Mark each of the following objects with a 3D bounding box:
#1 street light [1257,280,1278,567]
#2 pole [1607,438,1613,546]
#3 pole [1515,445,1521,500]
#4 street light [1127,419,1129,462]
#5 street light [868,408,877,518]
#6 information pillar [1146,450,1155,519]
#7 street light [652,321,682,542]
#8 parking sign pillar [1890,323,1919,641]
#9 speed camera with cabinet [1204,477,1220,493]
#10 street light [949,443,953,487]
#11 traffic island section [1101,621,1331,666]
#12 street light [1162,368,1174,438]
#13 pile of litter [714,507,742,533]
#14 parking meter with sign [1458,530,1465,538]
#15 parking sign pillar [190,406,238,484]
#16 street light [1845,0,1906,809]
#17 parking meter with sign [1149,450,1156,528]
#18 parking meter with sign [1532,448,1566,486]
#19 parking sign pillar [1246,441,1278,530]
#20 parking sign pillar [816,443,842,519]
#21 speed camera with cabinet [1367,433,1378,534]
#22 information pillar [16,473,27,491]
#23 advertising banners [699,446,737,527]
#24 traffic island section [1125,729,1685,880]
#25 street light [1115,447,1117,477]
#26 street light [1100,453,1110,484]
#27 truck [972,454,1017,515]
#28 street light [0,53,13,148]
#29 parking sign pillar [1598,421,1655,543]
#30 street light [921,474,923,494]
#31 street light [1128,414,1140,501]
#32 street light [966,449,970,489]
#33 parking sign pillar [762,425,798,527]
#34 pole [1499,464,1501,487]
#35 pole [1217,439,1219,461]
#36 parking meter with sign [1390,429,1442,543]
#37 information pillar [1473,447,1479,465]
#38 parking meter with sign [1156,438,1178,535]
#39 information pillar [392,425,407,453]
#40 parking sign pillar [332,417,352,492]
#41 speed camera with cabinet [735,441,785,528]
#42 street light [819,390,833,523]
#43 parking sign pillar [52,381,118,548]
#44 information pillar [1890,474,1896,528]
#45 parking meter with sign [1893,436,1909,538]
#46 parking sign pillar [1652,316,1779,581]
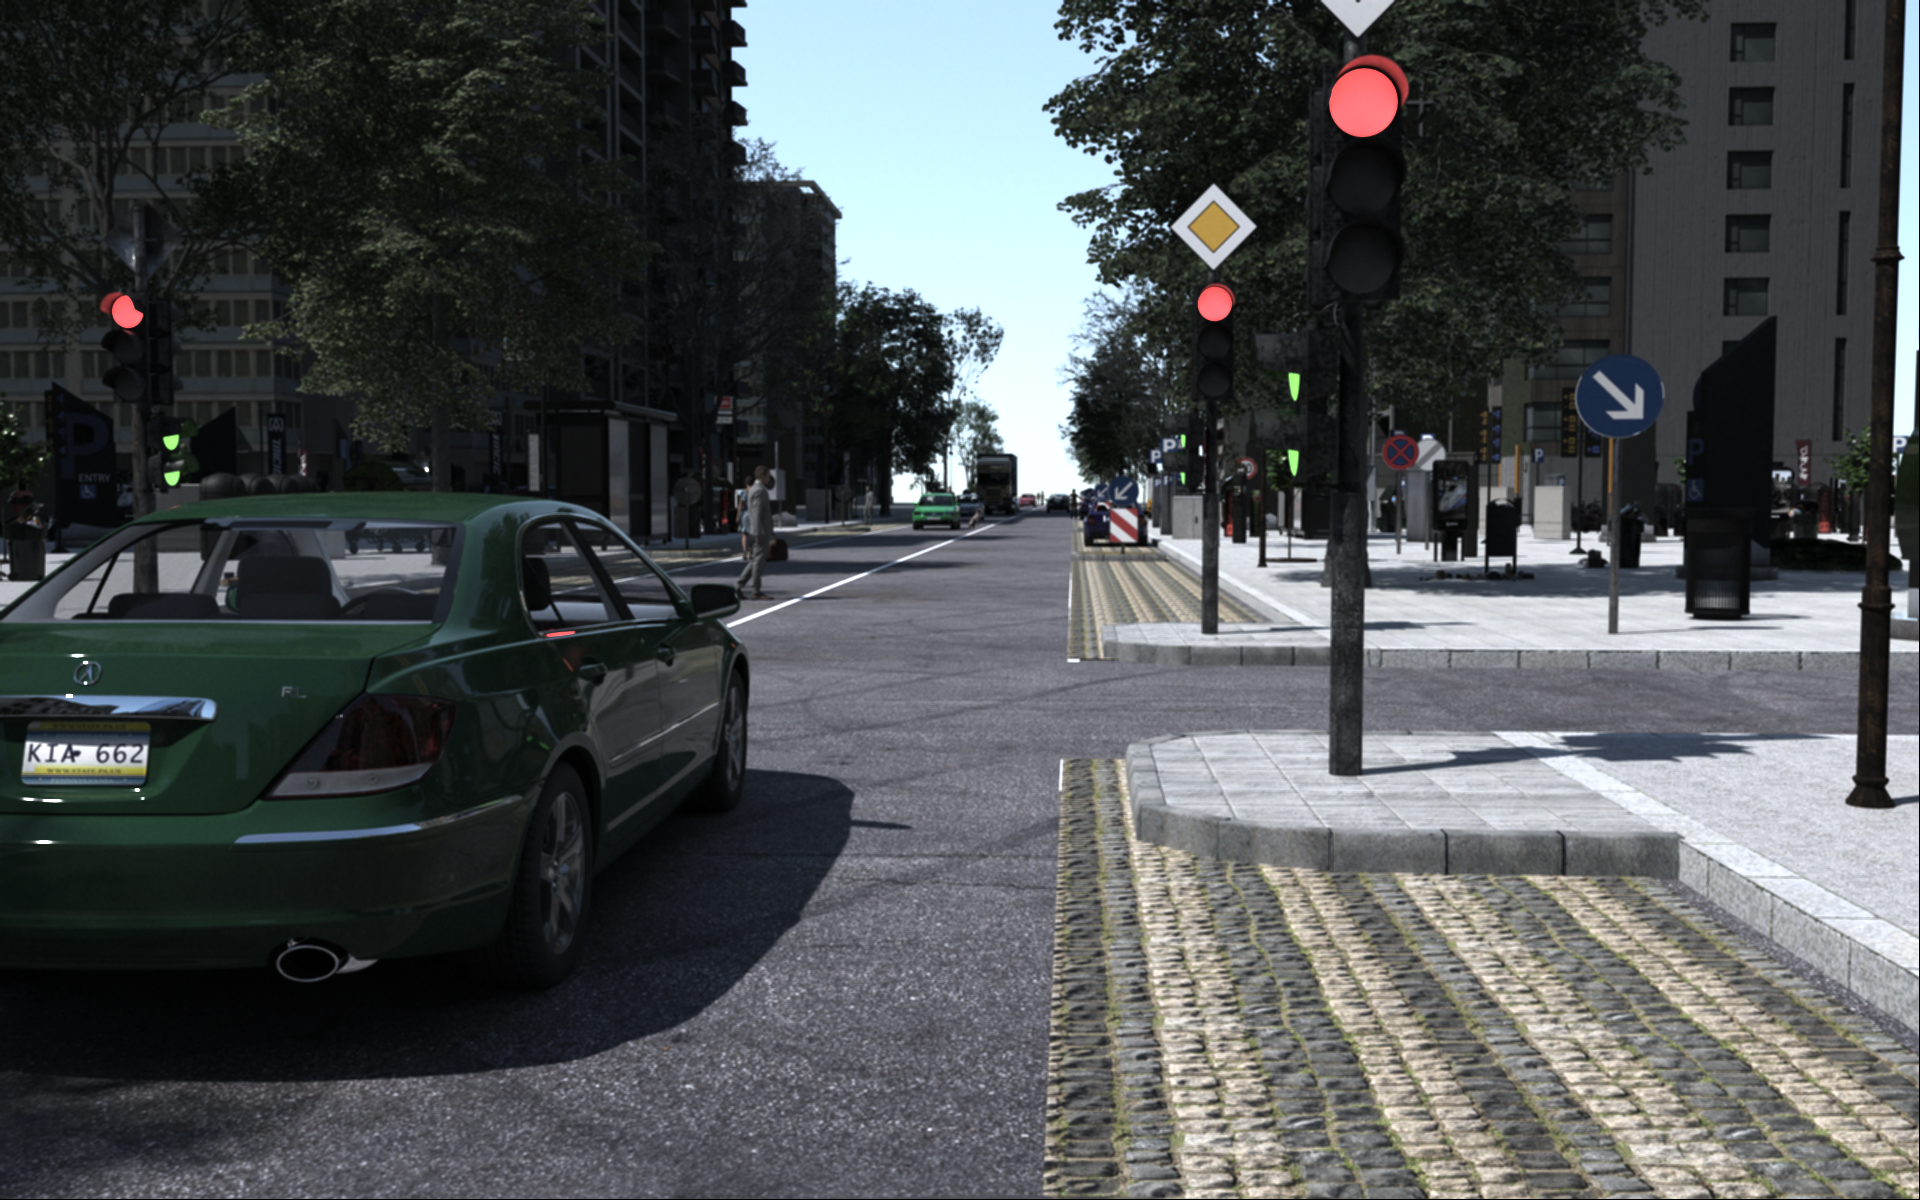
[{"bbox_3d":[5.323,-3.518,30.307,0.468,5.910,1.993,0,4,4],"label":"street light"},{"bbox_3d":[16.037,-2.983,42.613,0.158,3.312,0.155,0,3,0],"label":"pole"},{"bbox_3d":[23.125,-4.770,71.839,0.158,3.312,0.155,0,3,0],"label":"pole"},{"bbox_3d":[10.386,-8.196,106.793,0.468,5.910,1.993,0,4,4],"label":"street light"},{"bbox_3d":[-4.763,-7.365,93.208,0.468,5.910,1.993,0,4,4],"label":"street light"},{"bbox_3d":[10.004,-6.057,90.394,0.504,3.616,0.183,1,4,10],"label":"information pillar"},{"bbox_3d":[-7.819,-4.501,46.385,0.468,5.910,1.993,0,4,4],"label":"street light"},{"bbox_3d":[8.959,-1.644,15.352,1.447,3.967,1.447,-3,4,-38],"label":"parking sign pillar"},{"bbox_3d":[12.961,-5.637,86.507,0.660,3.252,2.038,-2,4,-25],"label":"speed camera with cabinet"},{"bbox_3d":[-0.781,-11.024,153.029,0.468,5.910,1.993,0,4,4],"label":"street light"},{"bbox_3d":[2.314,0.390,15.904,2.009,0.180,2.903,0,4,4],"label":"traffic island section"},{"bbox_3d":[7.215,-5.327,59.882,0.468,5.910,1.993,0,4,4],"label":"street light"},{"bbox_3d":[-7.751,-2.659,57.440,1.176,0.858,1.719,0,4,-8],"label":"pile of litter"},{"bbox_3d":[14.207,-3.320,50.543,1.738,3.016,0.543,-2,4,-34],"label":"parking meter with sign"},{"bbox_3d":[-22.760,-3.939,52.876,1.447,3.967,1.447,-1,4,-20],"label":"parking sign pillar"},{"bbox_3d":[3.754,-2.090,6.966,0.468,5.910,1.993,0,4,4],"label":"street light"},{"bbox_3d":[7.621,-4.325,66.971,0.543,3.016,1.738,0,4,4],"label":"parking meter with sign"},{"bbox_3d":[22.293,-4.202,64.964,0.543,3.016,1.738,-2,4,-28],"label":"parking meter with sign"},{"bbox_3d":[10.866,-4.482,61.746,1.447,3.967,1.447,2,4,23],"label":"parking sign pillar"},{"bbox_3d":[-6.870,-6.264,90.892,1.447,3.967,1.447,1,4,9],"label":"parking sign pillar"},{"bbox_3d":[13.418,-3.832,56.983,0.660,3.252,2.038,1,4,15],"label":"speed camera with cabinet"},{"bbox_3d":[-32.078,-3.348,59.239,0.304,2.012,0.304,-3,4,-36],"label":"information pillar"},{"bbox_3d":[-8.456,-4.078,62.865,2.074,3.025,0.090,0,4,7],"label":"advertising banners"},{"bbox_3d":[1.787,0.877,7.936,2.009,0.180,2.903,0,4,4],"label":"traffic island section"},{"bbox_3d":[12.413,-10.046,137.037,0.468,5.910,1.993,0,4,4],"label":"street light"},{"bbox_3d":[15.926,-13.287,190.036,0.468,5.910,1.993,0,4,4],"label":"street light"},{"bbox_3d":[2.593,-8.140,121.995,2.839,4.237,11.283,0,4,4],"label":"truck"},{"bbox_3d":[-9.836,-2.693,16.819,0.468,5.910,1.993,0,4,4],"label":"street light"},{"bbox_3d":[17.798,-3.523,46.075,1.447,3.967,1.447,2,4,25],"label":"parking sign pillar"},{"bbox_3d":[-2.703,-9.215,123.456,0.468,5.910,1.993,0,4,4],"label":"street light"},{"bbox_3d":[9.192,-7.187,90.295,0.468,5.910,1.993,0,4,4],"label":"street light"},{"bbox_3d":[0.771,-12.439,176.169,0.468,5.910,1.993,0,4,4],"label":"street light"},{"bbox_3d":[-7.093,-4.858,67.904,1.447,3.967,1.447,0,4,0],"label":"parking sign pillar"},{"bbox_3d":[27.978,-5.858,89.627,0.158,3.312,0.155,0,3,0],"label":"pole"},{"bbox_3d":[9.550,-4.336,64.742,0.158,3.312,0.155,0,3,0],"label":"pole"},{"bbox_3d":[12.304,-3.055,46.211,0.543,3.016,1.738,-2,4,-34],"label":"parking meter with sign"},{"bbox_3d":[25.500,-5.765,85.609,0.183,3.616,0.504,0,4,-7],"label":"information pillar"},{"bbox_3d":[6.566,-3.572,54.656,0.543,3.016,1.738,0,4,5],"label":"parking meter with sign"},{"bbox_3d":[-18.108,-3.959,56.085,0.504,3.616,0.183,-1,4,-14],"label":"information pillar"},{"bbox_3d":[-21.760,-4.463,61.435,1.447,3.967,1.447,0,4,4],"label":"parking sign pillar"},{"bbox_3d":[-7.558,-4.345,65.380,2.038,3.252,0.660,2,4,33],"label":"speed camera with cabinet"},{"bbox_3d":[-5.851,-6.316,76.046,0.468,5.910,1.993,0,4,4],"label":"street light"},{"bbox_3d":[-21.114,-3.263,41.819,1.447,3.967,1.447,-2,4,-34],"label":"parking sign pillar"},{"bbox_3d":[34.895,-3.690,64.818,0.304,2.012,0.304,3,5,44],"label":"information pillar"},{"bbox_3d":[27.834,-3.345,50.954,0.543,3.016,1.738,1,4,12],"label":"parking meter with sign"},{"bbox_3d":[11.659,-2.310,26.235,1.447,3.967,1.447,-1,4,-20],"label":"parking sign pillar"}]
